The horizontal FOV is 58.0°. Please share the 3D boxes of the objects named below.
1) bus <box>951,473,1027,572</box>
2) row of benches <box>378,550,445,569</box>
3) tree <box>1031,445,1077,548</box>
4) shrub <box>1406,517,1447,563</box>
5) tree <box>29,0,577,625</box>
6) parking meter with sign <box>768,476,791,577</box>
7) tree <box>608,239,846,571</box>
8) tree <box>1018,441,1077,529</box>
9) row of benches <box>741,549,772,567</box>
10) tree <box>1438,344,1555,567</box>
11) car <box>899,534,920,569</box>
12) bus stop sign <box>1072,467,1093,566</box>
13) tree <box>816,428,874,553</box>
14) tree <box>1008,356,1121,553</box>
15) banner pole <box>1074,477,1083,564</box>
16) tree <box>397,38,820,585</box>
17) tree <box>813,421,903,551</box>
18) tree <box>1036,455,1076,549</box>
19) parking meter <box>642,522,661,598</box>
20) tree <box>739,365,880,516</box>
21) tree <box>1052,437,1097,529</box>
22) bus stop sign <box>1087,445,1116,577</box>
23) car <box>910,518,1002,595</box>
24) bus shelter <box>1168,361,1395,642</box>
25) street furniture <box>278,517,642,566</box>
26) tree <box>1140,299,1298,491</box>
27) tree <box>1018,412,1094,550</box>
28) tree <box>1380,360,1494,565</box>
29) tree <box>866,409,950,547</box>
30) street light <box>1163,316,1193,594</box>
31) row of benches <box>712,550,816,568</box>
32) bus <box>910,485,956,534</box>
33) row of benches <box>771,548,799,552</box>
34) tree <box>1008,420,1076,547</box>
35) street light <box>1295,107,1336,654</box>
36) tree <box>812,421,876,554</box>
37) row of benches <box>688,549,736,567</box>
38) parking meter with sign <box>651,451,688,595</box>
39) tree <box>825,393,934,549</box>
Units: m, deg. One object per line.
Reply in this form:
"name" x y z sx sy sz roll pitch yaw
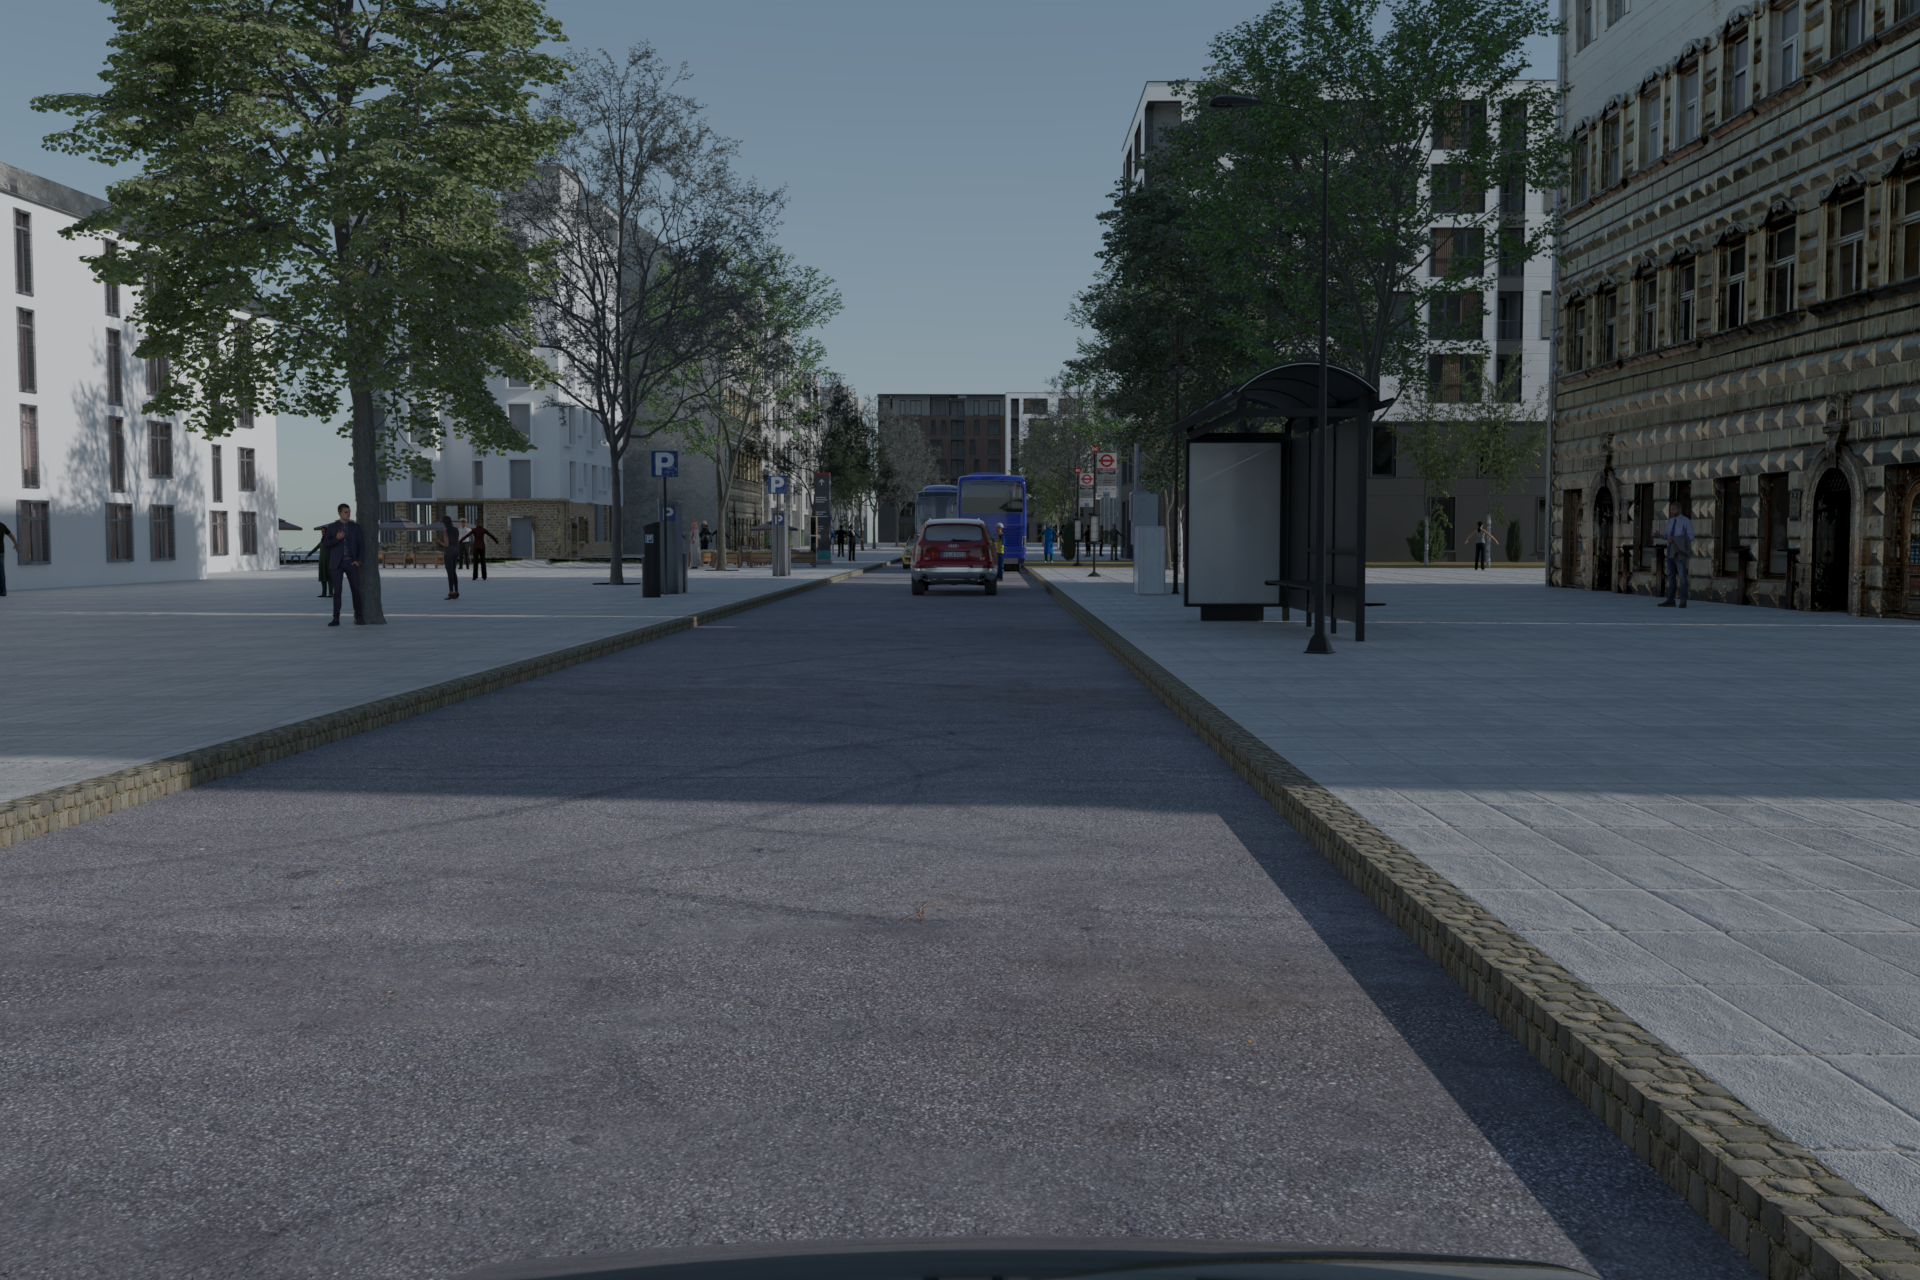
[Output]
"bus" 1.096 -4.717 68.677 2.896 3.916 12.251 0 4 0
"row of benches" -21.005 -3.036 65.101 4.104 0.672 1.422 1 4 22
"tree" 8.286 -11.409 136.904 4.360 8.622 3.978 0 3 0
"shrub" 20.556 -4.423 76.359 1.661 2.075 1.752 0 3 0
"tree" -8.683 -6.476 24.002 7.486 12.596 7.792 0 3 0
"parking meter with sign" -5.427 -3.439 52.485 0.543 3.016 1.738 0 4 1
"tree" -8.147 -8.208 59.953 9.928 11.665 9.643 0 3 0
"tree" 8.389 -13.931 162.184 8.767 10.594 7.601 2 4 33
"row of benches" -8.116 -3.354 70.293 1.422 0.672 4.104 1 4 9
"tree" 20.568 -7.095 66.370 4.737 8.622 4.395 0 3 0
"car" -1.500 -3.796 72.292 2.015 1.641 3.980 0 4 1
"bus stop sign" 4.940 -4.935 69.396 0.855 3.939 0.416 0 4 1
"tree" -7.367 -10.173 116.691 4.360 8.622 3.978 0 3 0
"tree" 7.849 -12.721 118.359 12.009 13.543 11.850 0 3 0
"banner pole" 5.157 -5.203 75.078 0.401 3.779 0.863 0 4 0
"tree" -8.632 -8.131 43.320 12.009 13.543 11.850 0 3 0
"tree" -7.810 -12.128 132.697 7.601 10.594 8.767 1 4 9
"tree" 8.679 -12.419 153.412 4.737 8.622 4.395 0 3 0
"parking meter" -6.244 -1.628 35.023 0.372 1.533 0.369 0 3 0
"tree" -8.103 -9.712 93.199 8.767 10.594 7.601 1 4 11
"tree" 8.270 -10.934 129.136 4.360 8.622 3.978 0 3 0
"bus stop sign" 4.259 -3.871 51.995 0.855 3.939 0.416 0 4 1
"car" -0.110 -2.047 42.142 2.281 1.827 5.304 0 4 1
"bus shelter" 4.077 -1.779 23.018 2.014 3.302 5.546 0 4 0
"street furniture" -26.512 -4.301 75.345 27.439 1.986 14.083 -1 4 -13
"tree" 11.051 -9.466 72.901 7.486 12.596 7.792 0 3 0
"tree" 8.597 -13.344 143.926 9.928 11.665 9.643 0 3 0
"tree" 19.674 -7.435 71.932 4.737 8.622 4.395 0 3 0
"tree" -6.060 -15.803 168.747 12.009 13.543 11.850 0 3 0
"street light" 4.624 -3.926 36.981 0.468 5.910 1.993 0 4 0
"row of benches" -7.402 -3.100 66.154 4.104 0.672 1.422 -1 4 -12
"bus" -0.894 -6.038 90.270 2.896 3.916 12.251 0 4 1
"row of benches" -7.851 -3.730 76.453 1.422 0.672 4.104 0 4 7
"tree" 8.282 -15.513 171.765 7.486 12.596 7.792 0 3 0
"street light" 4.413 -2.809 18.462 1.470 5.913 1.316 0 4 1
"tree" -7.440 -9.830 111.086 4.737 8.622 4.395 0 3 0
"row of benches" -9.995 -3.346 70.176 1.422 0.672 4.104 1 4 12
"parking meter with sign" -6.186 -2.502 37.167 0.543 3.016 1.738 0 3 0
"tree" -7.421 -14.623 149.449 12.009 13.543 11.850 0 3 0
